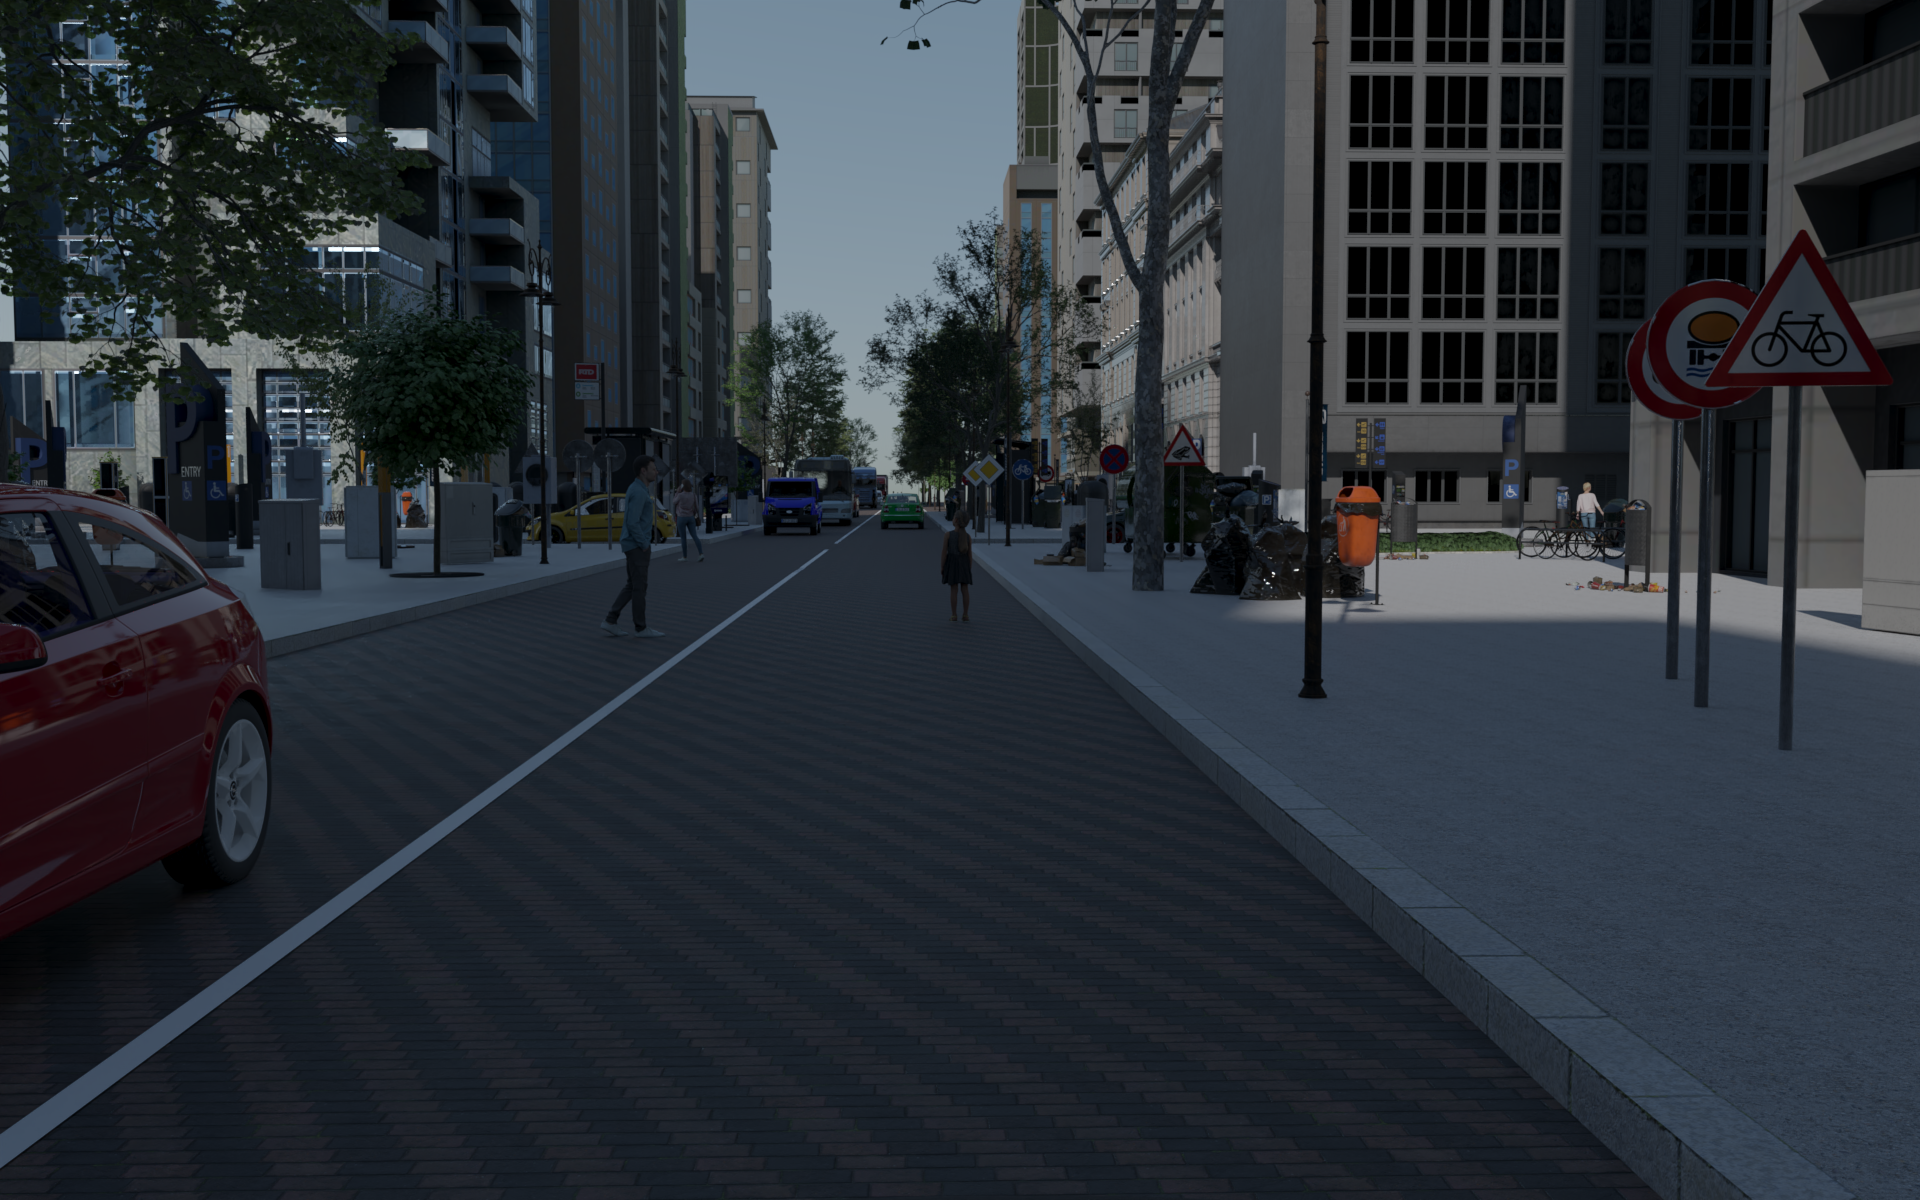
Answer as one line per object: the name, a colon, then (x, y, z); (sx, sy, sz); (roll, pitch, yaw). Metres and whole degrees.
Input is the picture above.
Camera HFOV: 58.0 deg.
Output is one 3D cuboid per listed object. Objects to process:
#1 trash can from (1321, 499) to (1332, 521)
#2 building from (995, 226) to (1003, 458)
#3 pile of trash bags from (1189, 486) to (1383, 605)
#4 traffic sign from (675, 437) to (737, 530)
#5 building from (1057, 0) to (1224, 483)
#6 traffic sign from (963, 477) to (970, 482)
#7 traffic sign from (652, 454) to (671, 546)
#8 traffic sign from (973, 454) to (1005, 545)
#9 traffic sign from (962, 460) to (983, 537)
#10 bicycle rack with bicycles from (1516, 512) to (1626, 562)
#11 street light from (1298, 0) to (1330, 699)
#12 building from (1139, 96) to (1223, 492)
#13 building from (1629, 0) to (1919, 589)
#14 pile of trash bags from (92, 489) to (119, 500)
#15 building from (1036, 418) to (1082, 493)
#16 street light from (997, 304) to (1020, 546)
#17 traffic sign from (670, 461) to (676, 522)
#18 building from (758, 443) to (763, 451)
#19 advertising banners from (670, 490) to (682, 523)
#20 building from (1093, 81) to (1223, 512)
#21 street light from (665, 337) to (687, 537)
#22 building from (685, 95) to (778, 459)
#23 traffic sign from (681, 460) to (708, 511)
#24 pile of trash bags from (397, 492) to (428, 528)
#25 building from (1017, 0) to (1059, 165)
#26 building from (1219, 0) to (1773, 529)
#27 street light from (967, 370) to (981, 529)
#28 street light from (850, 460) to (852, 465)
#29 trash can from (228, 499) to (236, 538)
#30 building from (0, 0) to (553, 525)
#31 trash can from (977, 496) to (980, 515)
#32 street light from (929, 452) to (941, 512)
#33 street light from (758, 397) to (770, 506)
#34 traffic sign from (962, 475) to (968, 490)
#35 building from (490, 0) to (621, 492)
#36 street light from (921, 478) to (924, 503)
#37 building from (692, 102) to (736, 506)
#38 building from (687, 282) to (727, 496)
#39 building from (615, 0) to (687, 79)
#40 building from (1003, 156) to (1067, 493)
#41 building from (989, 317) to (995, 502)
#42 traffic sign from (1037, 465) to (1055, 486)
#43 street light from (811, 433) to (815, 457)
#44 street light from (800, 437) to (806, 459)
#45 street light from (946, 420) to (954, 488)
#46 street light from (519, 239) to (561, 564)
trash can: (11.480, -2.656, 55.081); (0.748, 1.137, 0.748); (0, 3, 0)
building: (12.222, -35.538, 264.639); (14.154, 41.232, 14.086); (0, 4, -2)
pile of trash bags: (4.235, -0.708, 21.330); (1.912, 1.369, 3.447); (-1, 4, -15)
traffic sign: (-9.093, -4.172, 62.079); (2.265, 3.308, 0.079); (0, 4, 7)
building: (23.164, -34.498, 153.273); (28.713, 52.752, 27.495); (0, 4, -2)
traffic sign: (0.570, -4.520, 73.902); (0.884, 2.594, 0.081); (0, 4, 3)
traffic sign: (-7.566, -2.410, 43.045); (0.795, 2.450, 0.064); (0, 4, -2)
traffic sign: (0.724, -2.425, 43.294); (0.795, 2.450, 0.064); (0, 4, -2)
traffic sign: (0.464, -2.913, 51.275); (0.795, 2.450, 0.064); (0, 4, -2)
bicycle rack with bicycles: (12.222, -1.267, 34.092); (2.852, 0.926, 2.925); (-3, 5, -40)
street light: (2.227, -2.323, 10.762); (0.468, 5.910, 1.993); (0, 4, -2)
building: (17.538, -15.184, 90.054); (13.314, 21.916, 24.055); (0, 4, -2)
building: (21.683, -35.387, 16.836); (20.563, 71.187, 20.611); (0, 4, -2)
pile of trash bags: (-15.376, -1.124, 28.128); (3.447, 1.369, 1.912); (-1, 4, -17)
building: (23.952, -29.841, 179.789); (32.217, 40.220, 23.993); (0, 4, -2)
street light: (1.177, -4.253, 42.328); (0.468, 5.910, 1.993); (0, 4, -2)
traffic sign: (-10.878, -4.024, 65.897); (0.768, 2.556, 0.104); (0, 4, 8)
building: (-42.337, -34.713, 259.431); (32.217, 40.220, 23.993); (0, 4, -2)
advertising banners: (-11.308, -4.470, 69.275); (2.074, 3.025, 0.090); (2, 4, 35)
building: (16.310, -19.396, 114.395); (12.463, 27.353, 25.104); (0, 4, -2)
street light: (-8.365, -4.800, 51.268); (0.468, 5.910, 1.993); (0, 4, -2)
building: (-39.584, -39.390, 233.263); (28.713, 52.752, 27.495); (0, 4, -2)
traffic sign: (-7.827, -2.898, 51.025); (0.795, 2.450, 0.064); (0, 4, -2)
pile of trash bags: (-21.264, -3.450, 66.152); (1.912, 1.369, 3.447); (-1, 4, -13)
building: (16.703, -49.430, 246.427); (20.563, 71.187, 20.611); (0, 4, -2)
building: (23.491, -16.832, 68.718); (24.014, 27.812, 14.314); (0, 4, -2)
street light: (0.503, -5.496, 62.643); (0.468, 5.910, 1.993); (0, 4, -2)
street light: (-13.395, -14.594, 211.391); (0.468, 5.910, 1.993); (0, 4, -2)
trash can: (-21.532, -2.395, 50.819); (0.748, 1.137, 0.748); (0, 3, 0)
building: (-32.887, -47.237, 85.003); (22.319, 86.520, 31.000); (0, 4, -2)
trash can: (0.915, -5.563, 102.605); (0.748, 1.137, 0.748); (0, 3, 0)
street light: (-2.004, -10.134, 138.485); (0.468, 5.910, 1.993); (0, 4, -2)
street light: (-9.336, -6.731, 82.837); (0.468, 5.910, 1.993); (0, 4, -2)
traffic sign: (0.494, -6.571, 107.535); (0.768, 2.556, 0.104); (0, 4, 1)
building: (-31.202, -28.548, 116.874); (14.600, 45.320, 14.200); (0, 4, -2)
street light: (-4.034, -14.018, 201.987); (0.468, 5.910, 1.993); (0, 4, -2)
building: (-30.645, -30.123, 176.112); (14.154, 41.232, 14.086); (0, 4, -2)
building: (-36.244, -18.952, 154.902); (27.650, 21.520, 28.899); (0, 4, -2)
building: (-28.706, -27.463, 132.617); (14.154, 41.232, 14.086); (0, 4, -2)
building: (12.979, -35.450, 229.713); (14.600, 45.320, 14.200); (0, 4, -2)
building: (11.578, -31.035, 279.124); (14.160, 30.474, 14.107); (0, 4, -2)
traffic sign: (3.723, -4.586, 75.089); (0.768, 2.556, 0.104); (0, 4, 5)
street light: (-10.808, -9.475, 127.697); (0.468, 5.910, 1.993); (0, 4, -2)
street light: (-10.396, -8.663, 114.435); (0.468, 5.910, 1.993); (0, 4, -2)
street light: (-0.554, -7.438, 94.403); (0.468, 5.910, 1.993); (0, 4, -2)
street light: (-7.635, -3.599, 31.631); (0.468, 5.910, 1.993); (0, 4, -2)
